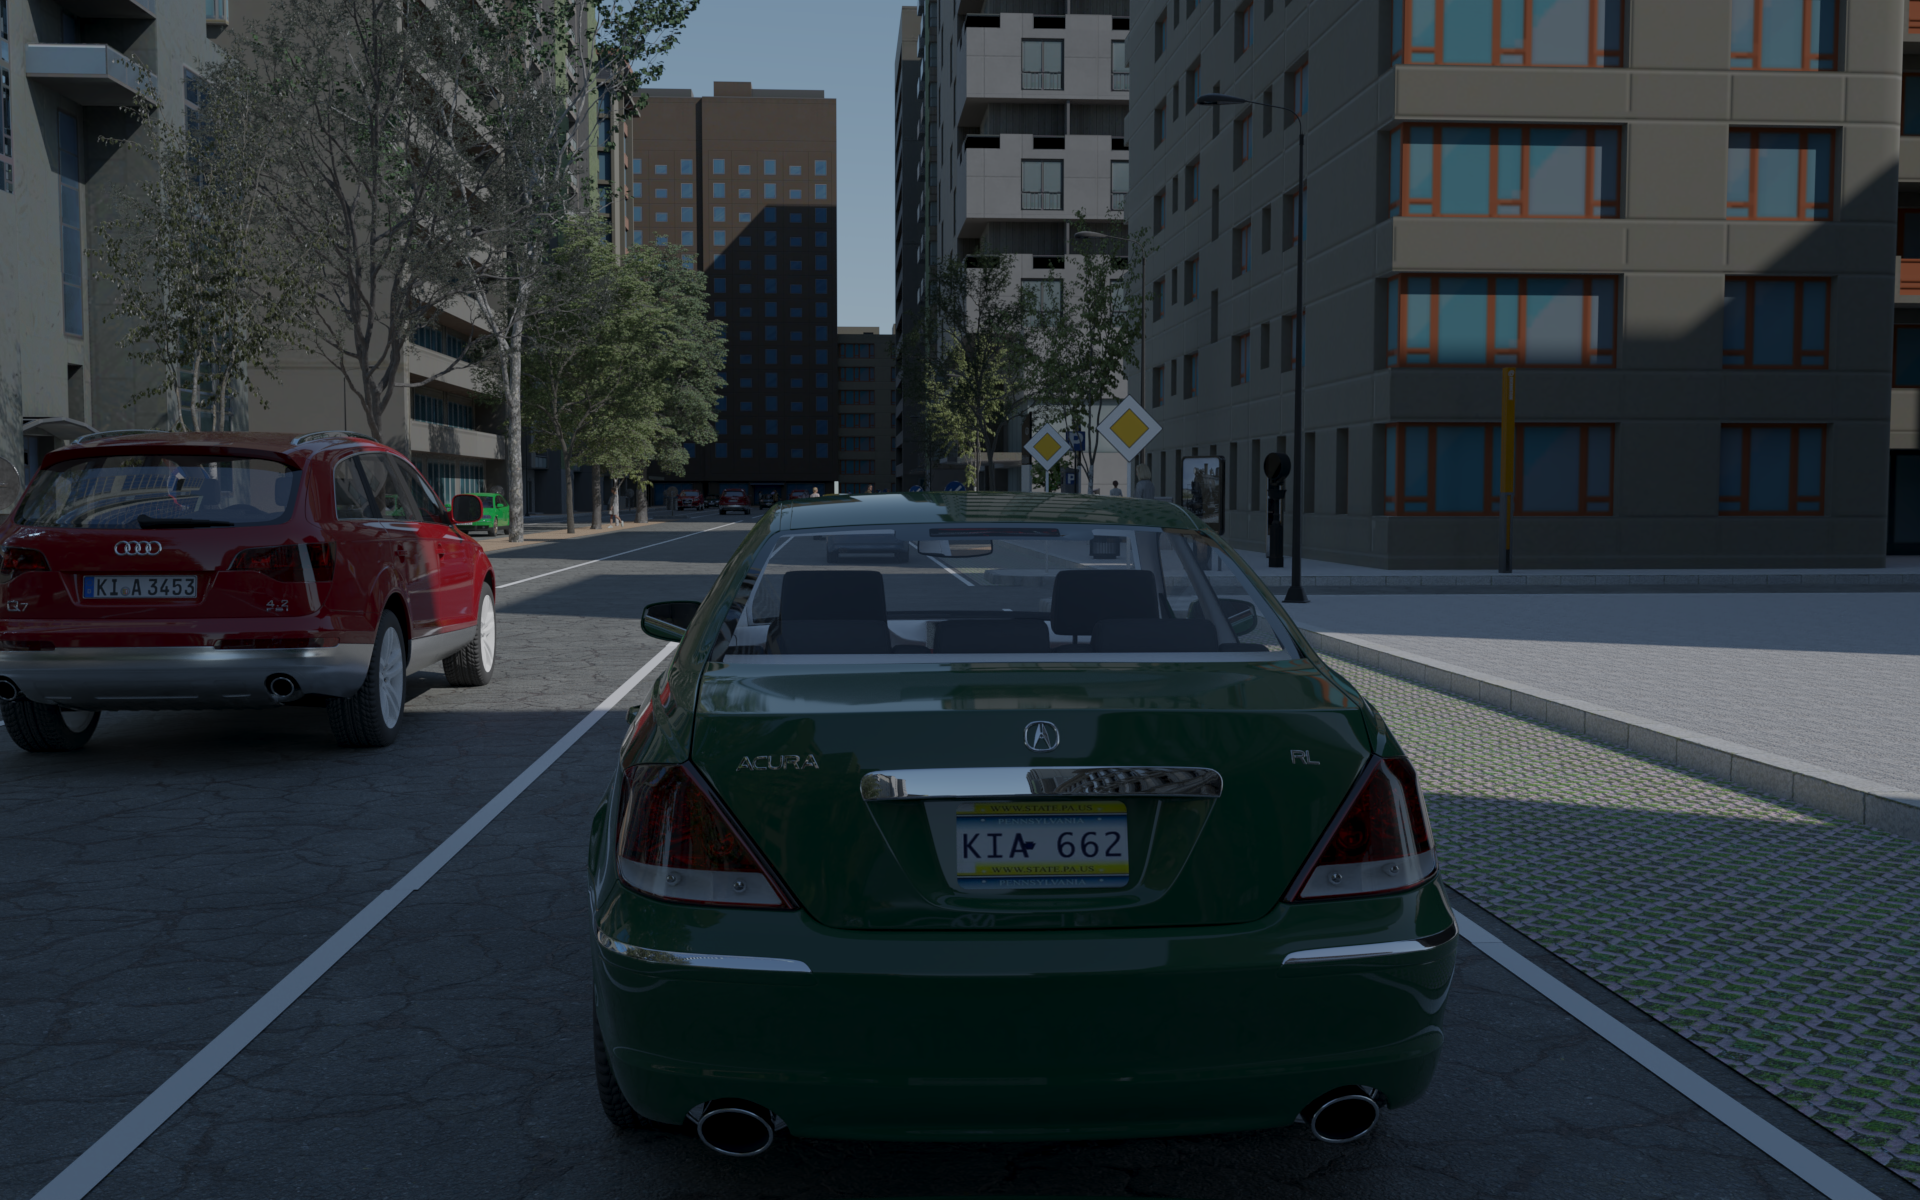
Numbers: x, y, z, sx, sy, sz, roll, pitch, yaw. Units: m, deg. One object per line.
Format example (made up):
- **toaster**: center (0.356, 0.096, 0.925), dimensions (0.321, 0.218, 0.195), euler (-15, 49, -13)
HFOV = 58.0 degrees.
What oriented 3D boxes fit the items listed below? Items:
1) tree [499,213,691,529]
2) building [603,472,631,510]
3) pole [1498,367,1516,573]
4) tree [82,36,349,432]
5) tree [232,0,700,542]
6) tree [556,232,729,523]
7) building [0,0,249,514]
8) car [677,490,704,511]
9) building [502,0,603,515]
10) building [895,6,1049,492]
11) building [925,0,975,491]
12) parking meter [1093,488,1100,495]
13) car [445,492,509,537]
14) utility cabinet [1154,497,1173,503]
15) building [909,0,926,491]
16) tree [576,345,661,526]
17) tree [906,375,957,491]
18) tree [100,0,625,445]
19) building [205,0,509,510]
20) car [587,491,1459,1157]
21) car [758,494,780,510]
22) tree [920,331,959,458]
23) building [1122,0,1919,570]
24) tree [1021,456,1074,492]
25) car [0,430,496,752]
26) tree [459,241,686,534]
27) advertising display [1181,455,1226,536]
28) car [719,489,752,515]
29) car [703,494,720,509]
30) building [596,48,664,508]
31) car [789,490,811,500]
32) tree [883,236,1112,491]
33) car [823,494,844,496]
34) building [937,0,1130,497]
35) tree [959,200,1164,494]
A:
- **tree**: center (-14.805, -9.135, 69.942), dimensions (7.486, 12.596, 7.792), euler (0, 3, 0)
- **building**: center (-44.081, -27.454, 140.759), dimensions (32.217, 40.220, 23.993), euler (0, 4, -4)
- **pole**: center (8.856, -2.091, 28.031), dimensions (0.158, 3.312, 0.155), euler (0, 3, 0)
- **tree**: center (-12.102, -4.597, 27.978), dimensions (4.360, 8.622, 3.978), euler (0, 3, 0)
- **tree**: center (-14.386, -11.803, 51.332), dimensions (12.611, 20.169, 13.585), euler (0, 3, 0)
- **tree**: center (-15.681, -10.743, 84.767), dimensions (9.857, 13.997, 8.962), euler (0, 3, 0)
- **building**: center (-31.785, -44.440, 39.264), dimensions (22.319, 86.520, 31.000), euler (0, 4, -4)
- **car**: center (-23.257, -8.602, 149.313), dimensions (2.281, 1.827, 5.304), euler (0, 4, -3)
- **building**: center (-33.397, -26.813, 121.980), dimensions (14.154, 41.232, 14.086), euler (0, 4, -4)
- **building**: center (4.692, -33.279, 167.809), dimensions (21.300, 48.544, 21.600), euler (0, 4, -4)
- **building**: center (4.551, -26.619, 118.809), dimensions (14.154, 41.232, 14.086), euler (0, 4, -4)
- **parking meter**: center (5.890, -4.087, 75.241), dimensions (0.372, 1.533, 0.369), euler (0, 3, 0)
- **car**: center (-16.553, -3.100, 59.483), dimensions (1.959, 1.807, 4.718), euler (0, 4, -4)
- **utility cabinet**: center (4.380, -1.756, 39.872), dimensions (1.020, 1.237, 0.306), euler (1, 4, 12)
- **building**: center (7.986, -31.895, 141.091), dimensions (23.786, 49.044, 30.456), euler (0, 4, -4)
- **tree**: center (-15.248, -7.582, 76.787), dimensions (4.737, 8.622, 4.395), euler (0, 3, 0)
- **tree**: center (-1.664, -9.598, 107.288), dimensions (4.360, 8.622, 3.978), euler (0, 3, 0)
- **tree**: center (-12.338, -7.561, 36.454), dimensions (12.009, 13.543, 11.850), euler (0, 3, 0)
- **building**: center (-32.571, -27.583, 74.687), dimensions (21.300, 48.544, 21.600), euler (0, 4, -4)
- **car**: center (0.009, 0.392, 5.393), dimensions (2.131, 1.459, 4.920), euler (0, 4, -3)
- **car**: center (-17.393, -9.053, 157.800), dimensions (2.009, 1.686, 4.222), euler (0, 4, -5)
- **tree**: center (0.426, -7.574, 74.202), dimensions (4.737, 8.622, 4.395), euler (0, 3, 0)
- **building**: center (20.679, -12.128, 43.335), dimensions (28.899, 21.520, 27.650), euler (0, 4, -4)
- **tree**: center (2.702, -3.607, 53.577), dimensions (1.663, 3.219, 1.824), euler (0, 3, 0)
- **car**: center (-4.374, -0.157, 11.247), dimensions (2.281, 1.827, 5.304), euler (0, 4, -5)
- **tree**: center (-14.012, -7.678, 62.410), dimensions (8.767, 10.594, 7.601), euler (0, 4, -4)
- **advertising display**: center (4.084, -1.464, 29.145), dimensions (0.123, 1.923, 0.974), euler (-2, 4, -34)
- **car**: center (-15.745, -6.883, 121.206), dimensions (2.281, 1.827, 5.304), euler (0, 4, -4)
- **car**: center (-24.495, -9.929, 172.127), dimensions (2.009, 1.686, 4.222), euler (0, 4, -3)
- **building**: center (-44.111, -31.239, 165.386), dimensions (28.867, 44.769, 22.147), euler (0, 4, -4)
- **car**: center (-14.630, -9.197, 159.048), dimensions (2.281, 1.827, 5.304), euler (0, 4, -3)
- **tree**: center (1.258, -7.801, 61.958), dimensions (8.767, 10.594, 7.601), euler (0, 4, 6)
- **car**: center (-3.838, -2.780, 55.670), dimensions (2.015, 1.641, 3.980), euler (0, 4, -3)
- **building**: center (12.919, -30.613, 89.763), dimensions (28.713, 52.752, 27.495), euler (0, 4, -4)
- **tree**: center (3.121, -5.699, 43.546), dimensions (4.737, 8.622, 4.395), euler (0, 3, 0)
